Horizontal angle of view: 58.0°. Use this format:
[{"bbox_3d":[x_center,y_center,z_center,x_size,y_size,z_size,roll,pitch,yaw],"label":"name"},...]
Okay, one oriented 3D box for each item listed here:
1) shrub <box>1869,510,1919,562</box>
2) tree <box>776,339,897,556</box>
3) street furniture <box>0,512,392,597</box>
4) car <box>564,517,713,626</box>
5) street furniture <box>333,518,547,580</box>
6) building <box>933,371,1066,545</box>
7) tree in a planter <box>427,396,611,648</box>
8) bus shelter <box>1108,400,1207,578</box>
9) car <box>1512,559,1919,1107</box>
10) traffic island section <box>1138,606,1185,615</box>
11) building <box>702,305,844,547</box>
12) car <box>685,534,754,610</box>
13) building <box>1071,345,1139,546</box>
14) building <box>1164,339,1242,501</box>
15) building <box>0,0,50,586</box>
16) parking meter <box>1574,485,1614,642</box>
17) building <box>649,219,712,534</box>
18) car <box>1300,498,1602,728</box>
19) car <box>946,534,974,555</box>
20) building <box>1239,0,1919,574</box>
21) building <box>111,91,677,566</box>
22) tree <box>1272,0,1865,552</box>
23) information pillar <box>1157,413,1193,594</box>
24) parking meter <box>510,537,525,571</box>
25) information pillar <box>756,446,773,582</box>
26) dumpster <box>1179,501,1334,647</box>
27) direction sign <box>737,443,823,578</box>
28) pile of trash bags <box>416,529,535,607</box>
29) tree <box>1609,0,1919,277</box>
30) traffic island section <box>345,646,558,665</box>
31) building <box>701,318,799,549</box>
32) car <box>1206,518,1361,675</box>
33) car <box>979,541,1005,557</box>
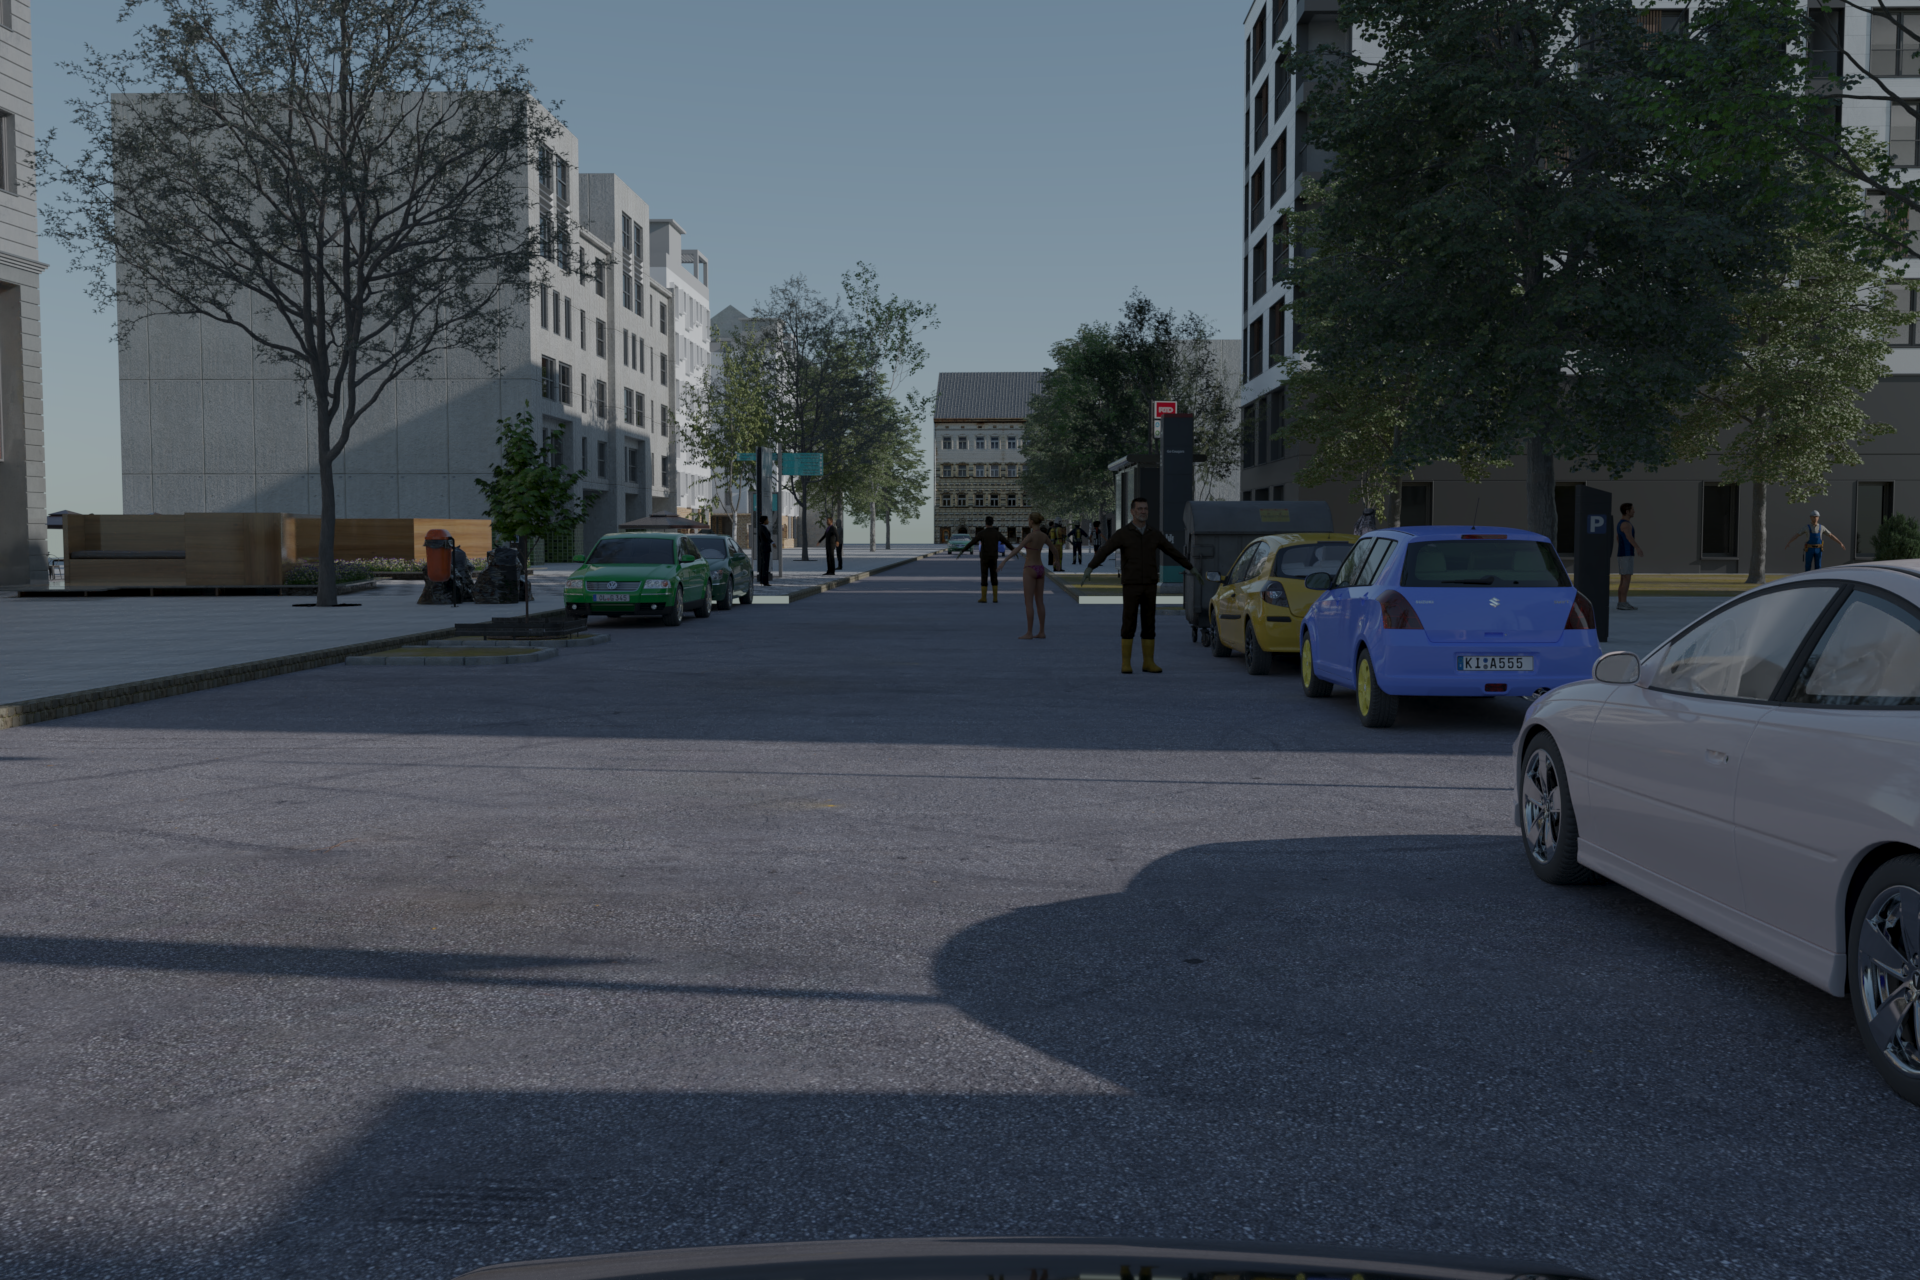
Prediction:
[{"bbox_3d":[29.296,-3.034,54.021,1.690,2.028,1.600,0,3,0],"label":"shrub"},{"bbox_3d":[-7.153,-11.177,100.872,7.486,12.596,7.792,0,3,0],"label":"tree"},{"bbox_3d":[-15.701,-1.968,39.033,9.812,1.723,11.010,-1,4,-10],"label":"street furniture"},{"bbox_3d":[-5.203,-1.195,28.336,1.959,1.807,4.718,0,4,1],"label":"car"},{"bbox_3d":[-16.625,-2.669,50.492,11.010,1.723,9.812,1,4,10],"label":"street furniture"},{"bbox_3d":[6.209,-24.448,233.114,18.063,23.208,19.493,0,4,4],"label":"building"},{"bbox_3d":[-5.691,-1.556,22.661,1.991,3.239,1.994,0,4,2],"label":"tree in a planter"},{"bbox_3d":[5.446,-4.400,49.576,2.179,5.291,8.768,0,4,0],"label":"bus shelter"},{"bbox_3d":[3.300,0.410,5.660,2.083,1.381,4.827,0,4,0],"label":"car"},{"bbox_3d":[4.206,-0.528,31.505,1.991,0.108,1.994,0,4,2],"label":"traffic island section"},{"bbox_3d":[-21.866,-21.074,175.487,19.493,23.208,18.063,0,4,1],"label":"building"},{"bbox_3d":[-5.192,-1.364,34.103,2.131,1.459,4.920,0,4,1],"label":"car"},{"bbox_3d":[26.463,-21.942,202.729,27.936,21.610,32.646,0,4,1],"label":"building"},{"bbox_3d":[26.870,-18.313,165.880,16.747,18.905,31.486,0,4,1],"label":"building"},{"bbox_3d":[-28.218,-15.294,27.550,11.434,29.767,29.804,0,4,1],"label":"building"},{"bbox_3d":[7.533,-0.911,20.600,0.399,1.863,0.255,0,4,1],"label":"parking meter"},{"bbox_3d":[-22.203,-15.231,105.453,16.016,20.090,11.380,0,4,1],"label":"building"},{"bbox_3d":[3.846,-0.275,14.091,1.945,1.707,3.694,0,4,1],"label":"car"},{"bbox_3d":[0.053,-6.780,122.647,2.131,1.459,4.920,0,4,1],"label":"car"},{"bbox_3d":[25.300,-13.916,71.502,27.936,21.610,32.646,0,4,1],"label":"building"},{"bbox_3d":[-25.267,-13.390,85.385,16.747,18.905,31.486,0,4,1],"label":"building"},{"bbox_3d":[10.005,-7.508,29.411,9.857,13.997,8.962,0,3,0],"label":"tree"},{"bbox_3d":[4.674,-2.941,37.465,0.750,3.857,0.750,0,3,0],"label":"information pillar"},{"bbox_3d":[-9.096,-1.663,35.607,0.372,1.533,0.369,0,3,0],"label":"parking meter"},{"bbox_3d":[-5.330,-3.419,47.212,0.184,3.620,1.656,0,4,3],"label":"information pillar"},{"bbox_3d":[3.817,-0.867,22.387,1.865,1.857,1.264,0,4,0],"label":"dumpster"},{"bbox_3d":[-5.279,-3.834,51.441,2.525,3.948,1.411,0,4,1],"label":"direction sign"},{"bbox_3d":[-9.065,-1.346,31.763,1.912,1.369,3.447,0,4,1],"label":"pile of trash bags"},{"bbox_3d":[9.402,-5.449,14.843,9.928,11.665,9.643,0,3,0],"label":"tree"},{"bbox_3d":[-5.720,0.182,19.886,1.991,0.108,1.994,0,4,1],"label":"traffic island section"},{"bbox_3d":[-20.639,-18.126,152.781,16.016,20.090,11.380,0,4,0],"label":"building"},{"bbox_3d":[3.782,-0.537,19.004,2.015,1.641,3.980,0,4,0],"label":"car"},{"bbox_3d":[2.079,-6.242,111.655,1.945,1.707,3.694,0,4,1],"label":"car"}]
